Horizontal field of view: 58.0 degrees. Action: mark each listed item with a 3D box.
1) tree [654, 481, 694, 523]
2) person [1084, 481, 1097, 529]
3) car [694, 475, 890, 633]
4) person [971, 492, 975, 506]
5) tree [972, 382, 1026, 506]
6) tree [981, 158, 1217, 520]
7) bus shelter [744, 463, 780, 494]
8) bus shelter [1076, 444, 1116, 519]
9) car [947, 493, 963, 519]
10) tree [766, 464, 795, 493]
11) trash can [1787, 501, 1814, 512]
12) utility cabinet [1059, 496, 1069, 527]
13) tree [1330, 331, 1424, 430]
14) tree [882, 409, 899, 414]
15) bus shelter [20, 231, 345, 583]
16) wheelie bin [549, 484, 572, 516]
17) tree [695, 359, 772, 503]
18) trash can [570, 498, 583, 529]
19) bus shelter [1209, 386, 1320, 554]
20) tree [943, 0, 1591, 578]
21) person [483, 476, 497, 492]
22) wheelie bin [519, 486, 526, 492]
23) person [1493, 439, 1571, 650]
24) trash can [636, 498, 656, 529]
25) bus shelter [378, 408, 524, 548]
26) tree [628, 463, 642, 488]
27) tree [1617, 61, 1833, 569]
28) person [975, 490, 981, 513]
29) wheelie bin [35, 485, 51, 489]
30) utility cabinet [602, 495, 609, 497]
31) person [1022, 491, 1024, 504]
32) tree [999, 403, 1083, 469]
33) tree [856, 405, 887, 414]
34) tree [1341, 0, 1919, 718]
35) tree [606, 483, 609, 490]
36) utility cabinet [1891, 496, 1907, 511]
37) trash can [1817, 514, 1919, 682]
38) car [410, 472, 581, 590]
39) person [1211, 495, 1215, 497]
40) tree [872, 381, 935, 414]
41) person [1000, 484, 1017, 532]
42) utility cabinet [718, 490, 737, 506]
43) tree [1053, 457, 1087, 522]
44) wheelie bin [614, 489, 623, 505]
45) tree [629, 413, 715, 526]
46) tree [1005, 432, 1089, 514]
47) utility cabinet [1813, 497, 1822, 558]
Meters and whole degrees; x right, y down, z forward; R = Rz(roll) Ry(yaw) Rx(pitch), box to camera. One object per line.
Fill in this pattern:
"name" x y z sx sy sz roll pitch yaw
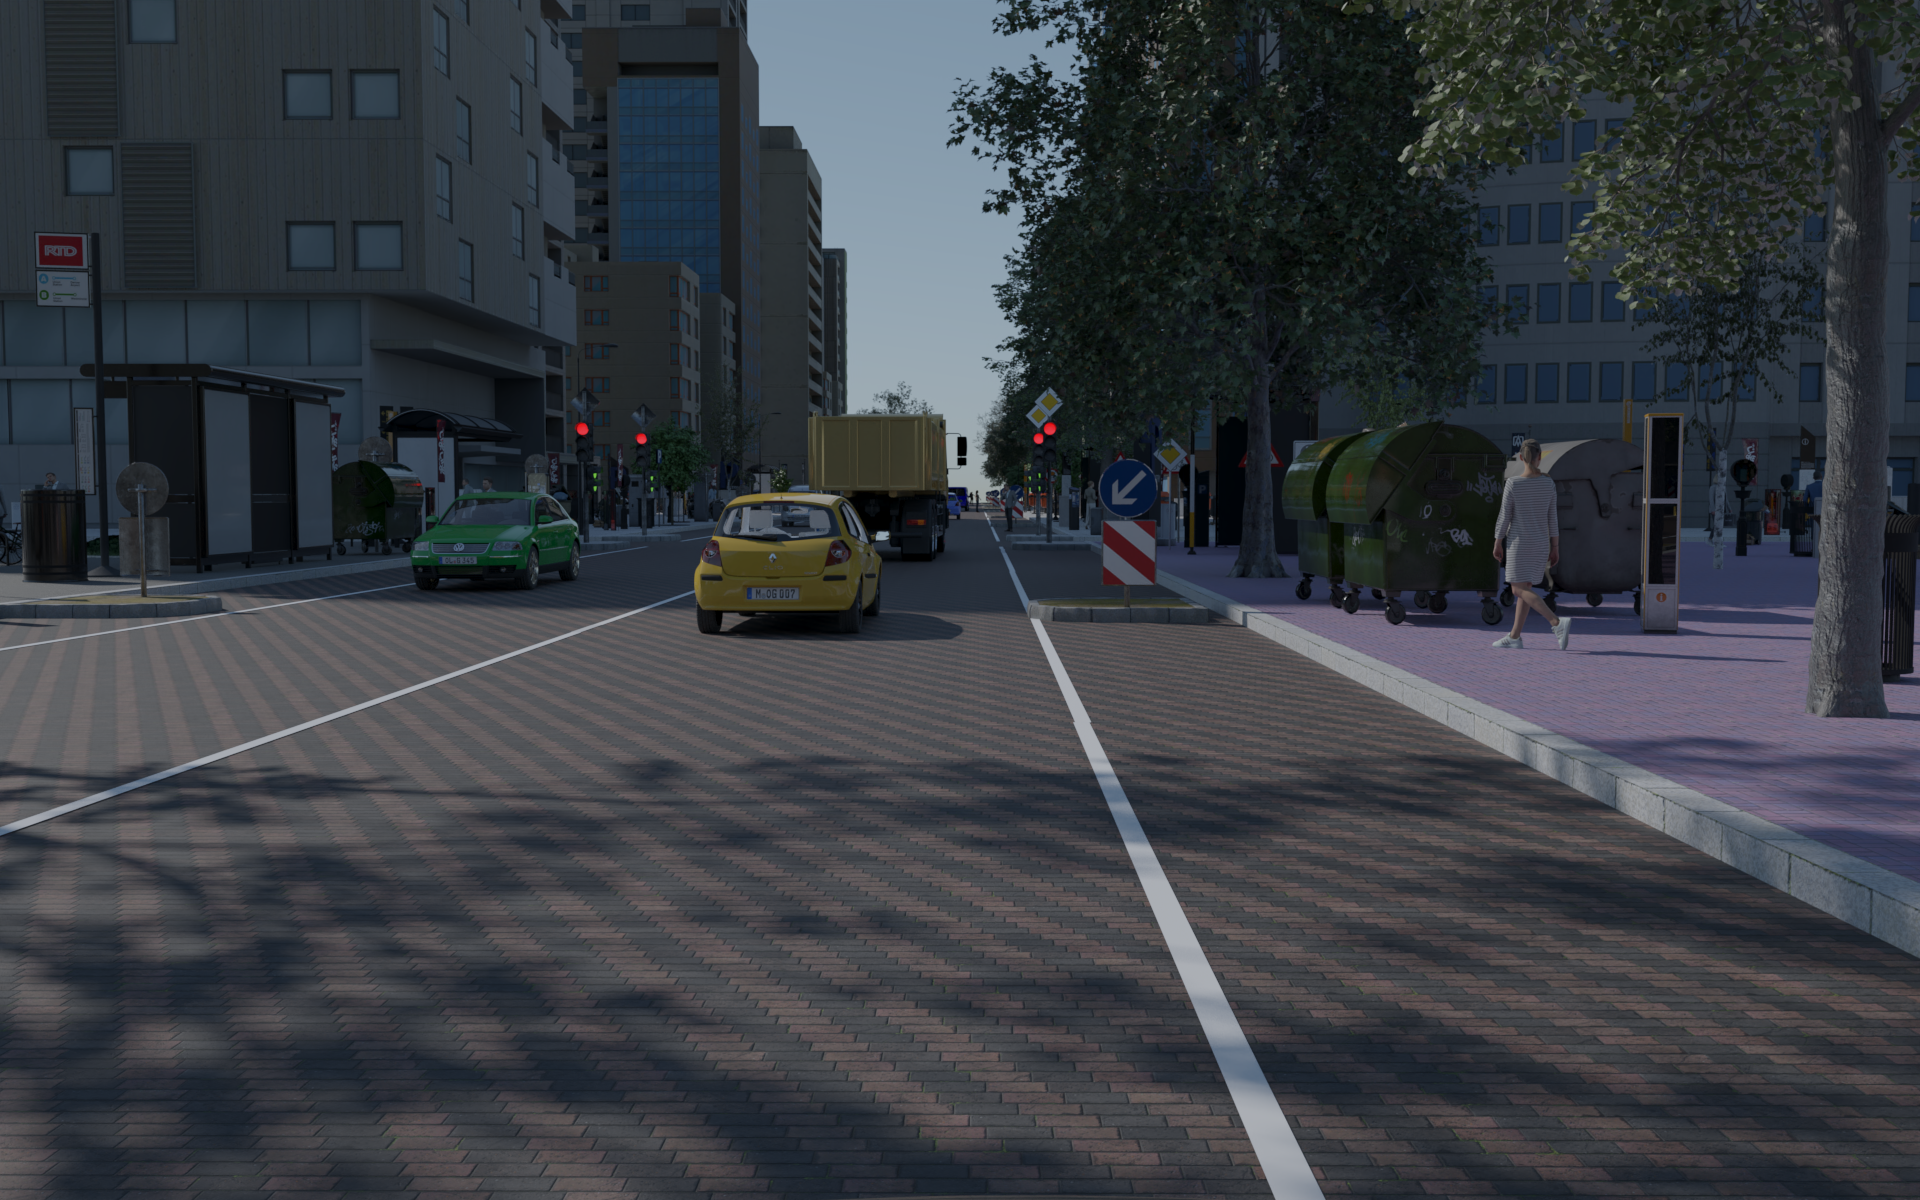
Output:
"tree" -12.715 -5.109 78.139 1.663 3.219 1.824 0 3 0
"person" 4.770 -3.437 62.794 0.362 1.759 0.519 -3 5 -43
"car" -1.820 -0.553 19.260 2.015 1.641 3.980 0 4 2
"person" 1.505 -12.435 212.524 1.217 1.735 0.721 2 4 24
"tree" 6.219 -16.955 187.583 12.009 13.543 11.850 0 3 0
"tree" 5.707 -9.766 66.324 9.857 13.997 8.962 0 3 0
"bus shelter" -13.259 -7.547 117.309 2.014 3.302 5.546 0 4 1
"bus shelter" 6.575 -5.701 84.501 1.731 3.624 6.357 0 4 0
"car" -0.814 -5.461 98.879 1.945 1.707 3.694 0 4 -1
"tree" -11.488 -7.227 112.758 1.663 3.219 1.824 0 3 0
"trash can" 17.349 -1.458 35.495 0.748 1.137 0.748 0 3 0
"utility cabinet" 4.249 -3.482 68.098 0.306 1.237 1.020 -2 4 -23
"tree" 15.166 -6.837 62.145 4.737 8.622 4.395 0 3 0
"tree" -10.591 -20.754 249.702 12.009 13.543 11.850 0 3 0
"bus shelter" -13.040 -3.158 29.269 2.179 5.291 8.768 0 4 0
"wheelie bin" -13.085 -2.971 56.476 0.980 1.594 0.693 3 5 43
"tree" -12.397 -8.755 93.507 4.360 8.622 3.978 0 3 0
"trash can" -13.974 -3.161 63.328 0.748 1.137 0.748 0 3 0
"bus shelter" 6.619 -2.894 38.600 1.731 3.624 6.357 0 4 0
"tree" 4.597 -6.704 26.613 9.611 12.733 9.660 0 3 0
"person" -9.940 -1.688 36.295 0.606 1.804 0.583 3 5 41
"wheelie bin" -16.660 -3.611 66.951 0.980 1.594 0.693 3 4 37
"person" 4.712 -0.454 14.210 0.466 1.731 0.760 -3 5 -40
"trash can" -11.683 -3.232 64.498 0.748 1.137 0.748 0 3 0
"bus shelter" -12.725 -3.047 43.744 2.014 3.302 5.546 0 4 0
"tree" -17.106 -6.002 92.740 1.663 3.219 1.824 0 3 0
"tree" 13.152 -4.847 29.613 4.360 8.622 3.978 0 3 0
"person" 1.423 -7.676 134.729 0.721 1.735 1.217 1 4 18
"wheelie bin" -30.783 -3.082 58.297 0.980 1.594 0.693 -2 4 -33
"utility cabinet" -24.337 -6.672 120.255 0.306 1.237 1.020 2 4 35
"person" 7.954 -12.875 216.541 0.705 1.826 1.348 0 4 -7
"tree" 6.570 -12.520 139.116 7.601 10.594 8.767 0 4 4
"tree" -11.358 -18.743 223.451 9.611 12.733 9.660 0 3 0
"tree" 4.920 -5.625 10.094 7.486 12.596 7.792 0 3 0
"tree" -25.008 -8.070 126.552 1.663 3.219 1.824 0 3 0
"utility cabinet" 32.680 -3.007 60.330 1.020 1.237 0.306 1 4 21
"trash can" 6.268 -0.020 11.984 0.748 1.137 0.748 0 3 0
"car" -7.252 -1.134 27.344 1.959 1.807 4.718 0 4 0
"person" 11.753 -4.217 79.667 0.352 1.250 0.332 -1 4 -15
"tree" -8.807 -26.412 287.721 12.611 20.169 13.585 0 3 0
"person" 1.865 -3.527 66.342 0.473 1.802 0.592 -3 4 -37
"utility cabinet" -13.008 -5.435 97.537 1.173 1.500 0.318 -2 4 -33
"tree" 4.746 -5.200 79.615 1.663 3.219 1.824 0 3 0
"wheelie bin" -19.657 -5.582 99.178 0.693 1.594 0.980 1 4 10
"tree" -11.663 -5.306 70.463 4.285 4.588 4.351 0 3 0
"tree" 5.542 -6.591 91.472 4.285 4.588 4.351 0 3 0
"utility cabinet" 17.608 -1.431 34.561 1.020 1.237 0.306 1 4 23
